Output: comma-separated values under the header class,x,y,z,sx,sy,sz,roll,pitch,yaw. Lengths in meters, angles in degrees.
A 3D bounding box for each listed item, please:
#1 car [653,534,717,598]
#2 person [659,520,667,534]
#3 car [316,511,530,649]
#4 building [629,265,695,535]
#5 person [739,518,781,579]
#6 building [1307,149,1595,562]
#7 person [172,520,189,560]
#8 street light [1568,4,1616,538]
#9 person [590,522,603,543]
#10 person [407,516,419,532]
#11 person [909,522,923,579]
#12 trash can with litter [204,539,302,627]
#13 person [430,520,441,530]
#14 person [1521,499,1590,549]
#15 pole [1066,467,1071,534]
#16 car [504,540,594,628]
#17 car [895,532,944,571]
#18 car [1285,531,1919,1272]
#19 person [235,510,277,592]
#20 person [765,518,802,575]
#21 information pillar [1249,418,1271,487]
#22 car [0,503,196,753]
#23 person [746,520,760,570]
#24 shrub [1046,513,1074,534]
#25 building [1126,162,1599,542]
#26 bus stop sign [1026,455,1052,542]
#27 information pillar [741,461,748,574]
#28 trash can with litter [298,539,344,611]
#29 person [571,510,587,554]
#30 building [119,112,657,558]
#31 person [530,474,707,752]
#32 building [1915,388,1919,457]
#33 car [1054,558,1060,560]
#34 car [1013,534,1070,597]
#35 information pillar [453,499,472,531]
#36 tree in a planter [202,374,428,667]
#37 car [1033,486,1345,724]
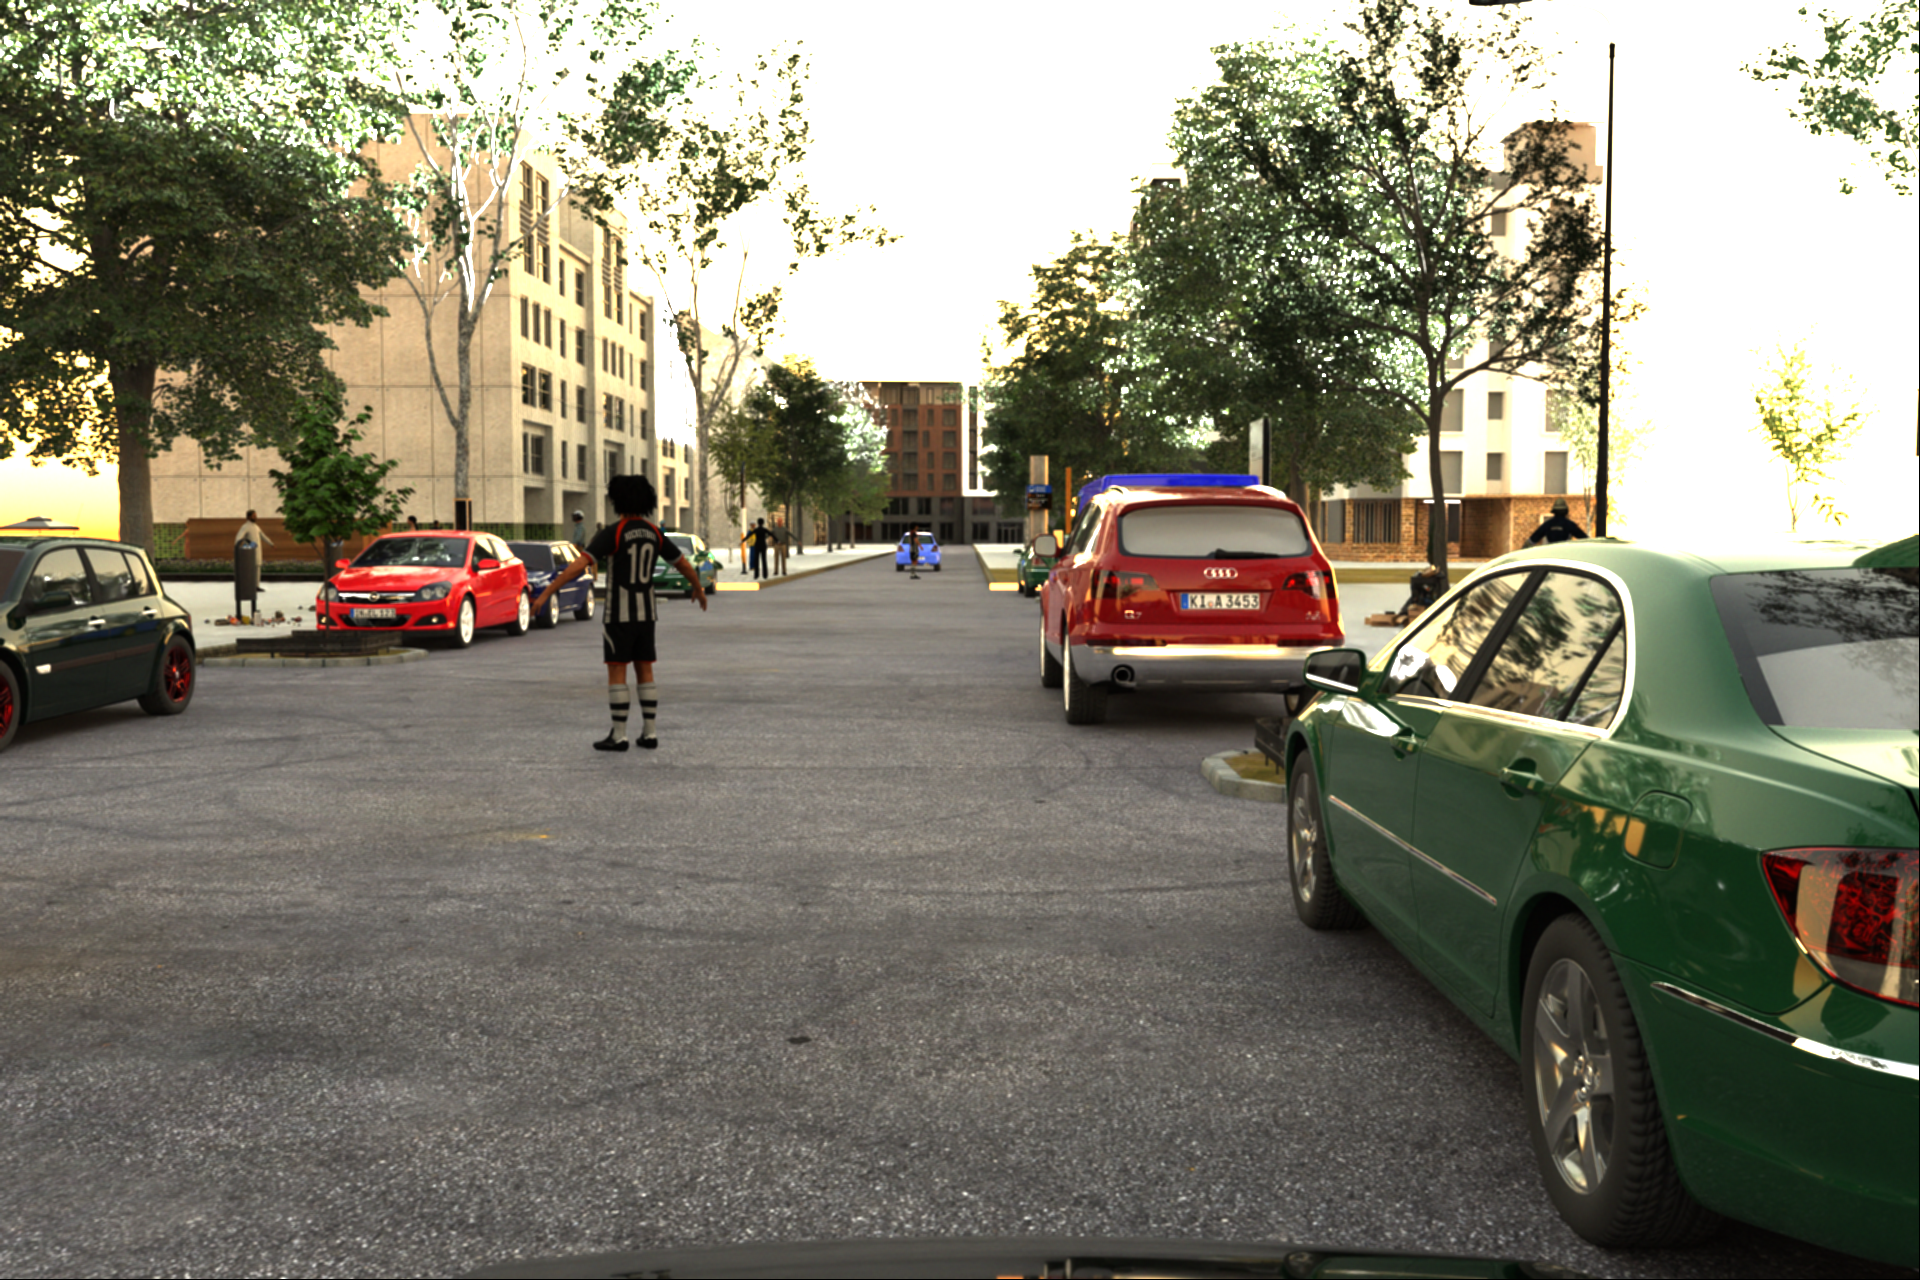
class,x,y,z,sx,sy,sz,roll,pitch,yaw
car,-6.765,-1.729,40.062,2.131,1.459,4.920,0,4,0
person,-11.325,-3.675,66.207,0.704,1.817,1.347,-2,4,-34
car,-7.038,-0.853,22.982,2.155,1.783,4.494,0,4,1
building,-29.916,-15.730,123.640,16.747,18.905,31.486,0,4,1
person,-5.704,-2.611,49.407,1.216,1.740,0.721,-1,4,-17
building,23.173,-14.386,91.638,16.016,20.090,11.380,0,4,0
person,-24.952,-3.006,55.958,0.721,1.733,1.217,1,4,19
street light,6.111,-2.593,14.934,1.470,5.913,1.316,0,4,0
person,-16.362,-4.428,78.520,0.705,1.813,1.348,-3,5,-39
person,-13.745,-2.223,43.159,0.721,1.737,1.217,-1,4,-10
person,-1.443,-2.869,55.511,0.704,1.843,1.345,-1,4,-16
trash can with litter,-10.042,-0.853,25.009,1.678,1.210,2.233,0,4,1
person,-19.812,-3.634,65.638,1.346,1.802,0.704,2,4,26
person,9.580,-1.333,27.664,1.351,1.845,0.704,2,4,35
pole,3.319,-3.623,53.081,0.158,3.312,0.155,0,3,0
car,-7.000,-0.913,27.515,1.945,1.354,3.894,0,4,0
car,-1.606,-3.552,67.667,1.945,1.707,3.694,0,4,0
car,2.152,0.421,4.907,2.131,1.459,4.920,0,3,0
person,-15.661,-1.975,38.385,0.704,1.819,1.344,1,4,16
person,-5.624,-2.927,54.123,1.348,1.796,0.705,0,4,-4
information pillar,6.200,-2.725,35.876,0.184,3.620,1.656,0,4,0
car,-7.060,-0.158,12.374,2.009,1.686,4.222,0,4,1
person,-7.308,-3.385,61.803,0.721,1.772,1.216,1,4,22
shrub,3.527,-3.172,56.283,1.690,2.028,1.600,0,3,0
building,24.536,-16.377,111.742,27.936,21.610,32.646,0,4,0
bus stop sign,2.652,-4.233,58.227,0.837,3.901,0.837,0,4,-1
information pillar,-6.926,-3.916,55.381,0.183,3.616,0.504,0,4,1
trash can with litter,-10.462,-1.137,29.646,1.678,1.210,2.233,0,4,1
person,-9.205,-2.194,41.708,0.704,1.849,1.345,-1,4,-10
building,-27.013,-13.602,88.848,16.747,18.905,31.486,0,4,1
person,-2.209,-0.179,11.523,1.345,1.843,0.704,-3,5,-43
building,25.685,-13.989,22.224,14.314,27.812,24.014,0,4,1
car,2.638,-1.274,30.416,1.945,1.707,3.694,0,4,-1
car,2.343,-1.767,40.696,2.131,1.459,4.920,0,4,-1
information pillar,-10.437,-1.952,36.411,0.304,2.012,0.304,0,4,1
tree in a planter,-7.171,-1.365,19.538,1.991,3.239,1.994,0,4,0
car,1.784,-0.361,14.583,2.281,1.827,5.304,0,4,-1
